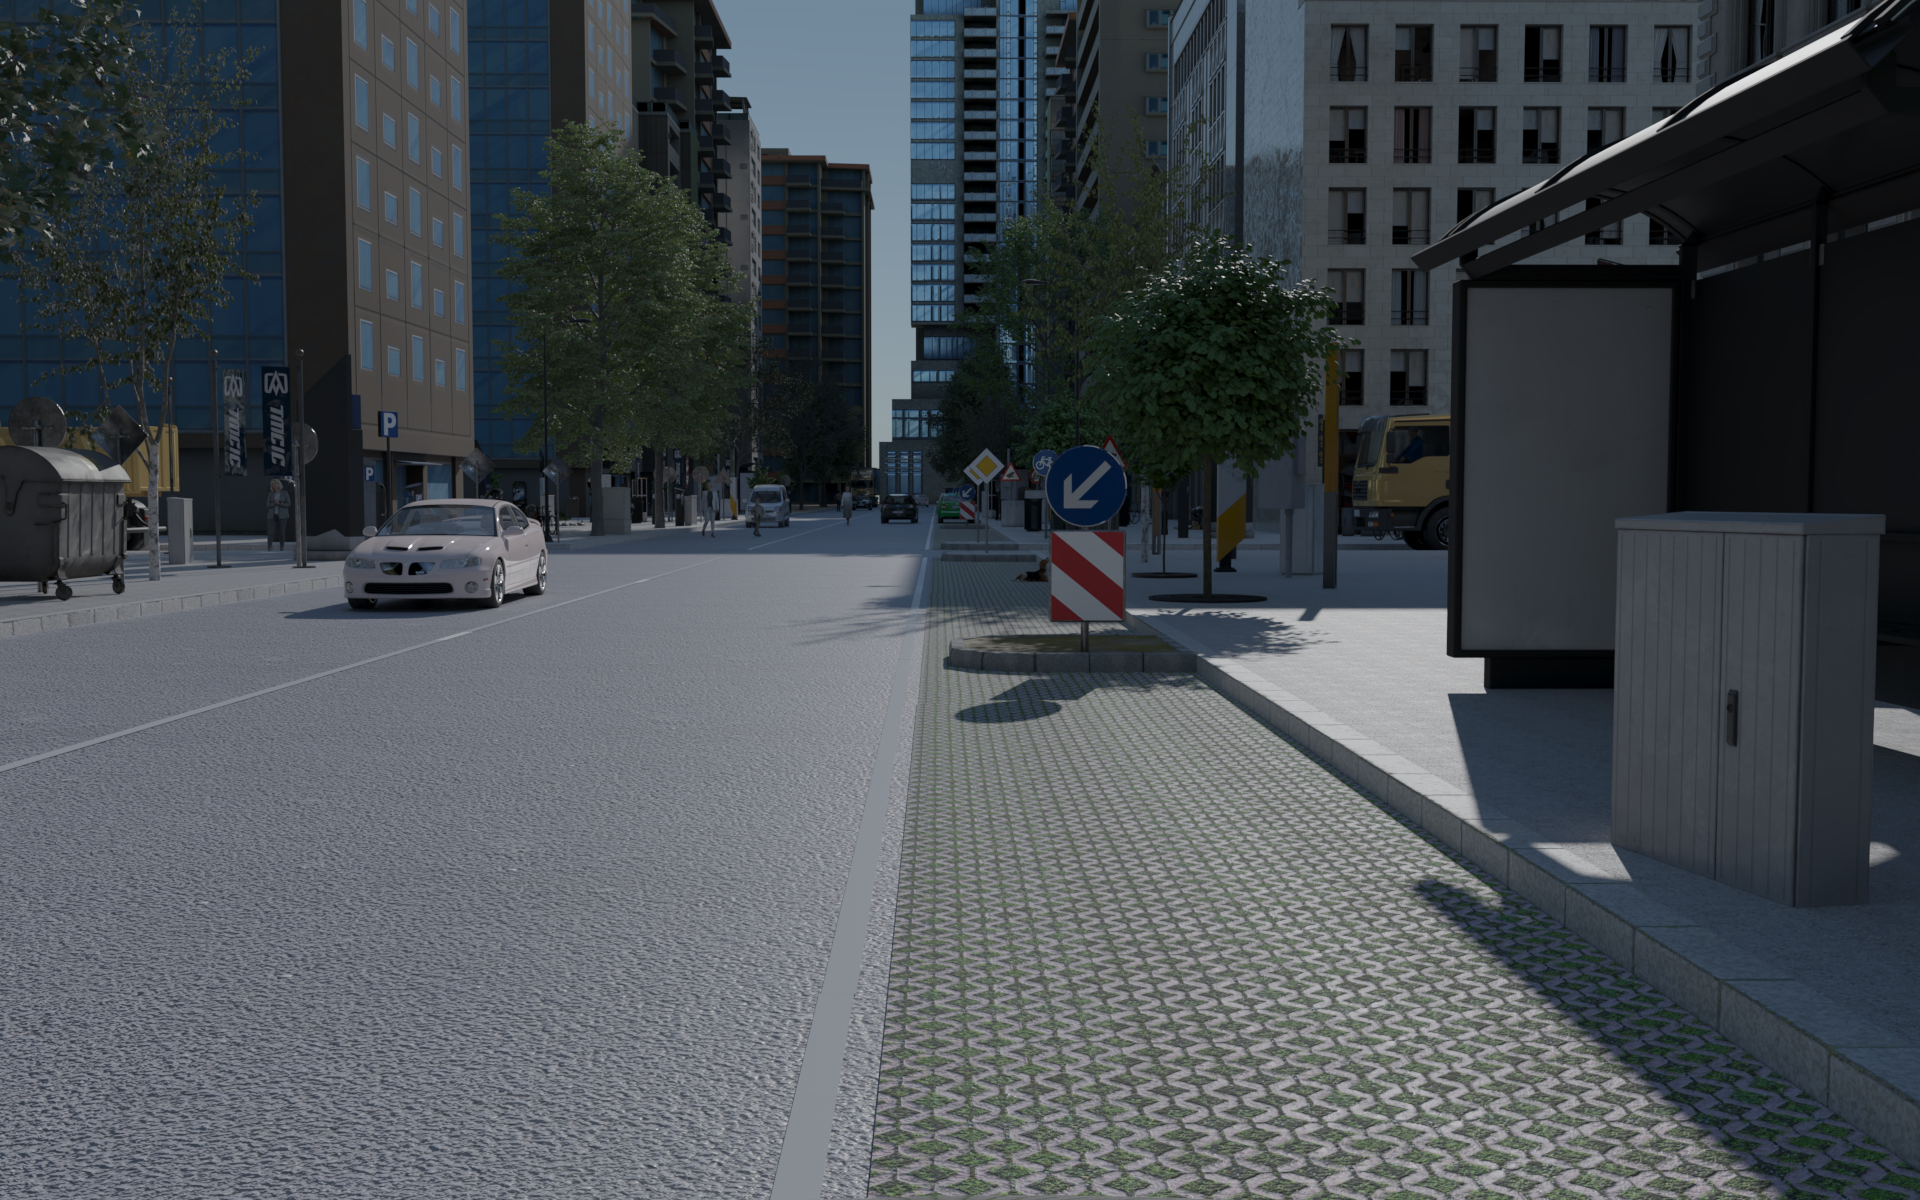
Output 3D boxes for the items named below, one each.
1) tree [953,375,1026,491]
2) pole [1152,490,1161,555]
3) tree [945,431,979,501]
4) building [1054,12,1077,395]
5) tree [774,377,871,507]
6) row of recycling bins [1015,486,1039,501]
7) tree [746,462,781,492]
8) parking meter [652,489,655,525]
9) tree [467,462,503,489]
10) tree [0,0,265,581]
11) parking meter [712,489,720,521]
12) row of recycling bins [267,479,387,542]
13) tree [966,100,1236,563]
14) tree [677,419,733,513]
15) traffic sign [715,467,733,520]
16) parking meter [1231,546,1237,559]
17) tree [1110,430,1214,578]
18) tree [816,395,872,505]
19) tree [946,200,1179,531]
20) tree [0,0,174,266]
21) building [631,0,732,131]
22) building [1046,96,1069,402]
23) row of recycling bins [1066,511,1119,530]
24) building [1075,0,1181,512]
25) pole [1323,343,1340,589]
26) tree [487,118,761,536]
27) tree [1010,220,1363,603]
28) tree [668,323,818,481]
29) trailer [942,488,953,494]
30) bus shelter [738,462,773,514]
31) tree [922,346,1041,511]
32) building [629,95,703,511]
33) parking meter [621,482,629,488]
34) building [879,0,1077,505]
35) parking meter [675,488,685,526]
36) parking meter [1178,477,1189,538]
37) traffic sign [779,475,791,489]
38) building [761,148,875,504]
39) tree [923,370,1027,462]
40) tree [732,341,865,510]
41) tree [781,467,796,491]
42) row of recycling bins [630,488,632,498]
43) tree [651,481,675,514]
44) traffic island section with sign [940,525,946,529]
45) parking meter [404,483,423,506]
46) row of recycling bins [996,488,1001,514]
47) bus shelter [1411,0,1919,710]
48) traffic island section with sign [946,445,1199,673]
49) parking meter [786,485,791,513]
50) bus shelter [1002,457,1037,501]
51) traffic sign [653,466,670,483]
[{"bbox_3d":[2.149,-9.658,108.274,4.360,8.622,3.978,0,3,0],"label":"tree"},{"bbox_3d":[4.166,-2.616,36.622,0.158,3.312,0.155,0,3,0],"label":"pole"},{"bbox_3d":[1.543,-16.472,187.439,7.486,12.596,7.792,0,3,0],"label":"tree"},{"bbox_3d":[20.045,-30.801,158.214,22.147,44.769,28.867,0,4,-1],"label":"building"},{"bbox_3d":[-13.454,-15.423,169.174,9.611,12.733,9.660,0,3,0],"label":"tree"},{"bbox_3d":[4.476,-4.845,86.325,3.534,1.692,1.069,0,4,-7],"label":"row of recycling bins"},{"bbox_3d":[-12.096,-6.662,103.520,1.663,3.219,1.824,0,3,0],"label":"tree"},{"bbox_3d":[-12.808,-3.950,73.000,0.372,1.533,0.369,0,3,0],"label":"parking meter"},{"bbox_3d":[-24.027,-5.734,88.345,1.663,3.219,1.824,0,3,0],"label":"tree"},{"bbox_3d":[-12.143,-4.605,25.653,4.360,8.622,3.978,0,3,0],"label":"tree"},{"bbox_3d":[-11.821,-4.618,83.918,0.372,1.533,0.369,0,3,0],"label":"parking meter"},{"bbox_3d":[-17.433,-2.482,47.691,1.069,1.692,3.534,2,4,34],"label":"row of recycling bins"},{"bbox_3d":[3.297,-4.997,32.063,4.737,8.622,4.395,0,3,0],"label":"tree"},{"bbox_3d":[-17.137,-10.088,115.294,4.737,8.622,4.395,0,3,0],"label":"tree"},{"bbox_3d":[-11.507,-5.157,84.315,0.884,2.594,0.081,0,4,2],"label":"traffic sign"},{"bbox_3d":[5.291,-1.582,34.276,0.372,1.533,0.369,0,3,0],"label":"parking meter"},{"bbox_3d":[3.060,-1.971,26.823,1.663,3.219,1.824,0,3,0],"label":"tree"},{"bbox_3d":[-13.870,-17.090,197.542,7.486,12.596,7.792,0,3,0],"label":"tree"},{"bbox_3d":[3.454,-8.219,60.129,9.928,11.665,9.643,0,3,0],"label":"tree"},{"bbox_3d":[-11.438,-5.831,12.343,9.611,12.733,9.660,0,3,0],"label":"tree"},{"bbox_3d":[-31.553,-30.275,149.625,22.147,44.769,28.867,0,4,-1],"label":"building"},{"bbox_3d":[16.004,-30.464,181.687,14.154,41.232,14.086,0,4,-1],"label":"building"},{"bbox_3d":[3.574,-2.439,46.992,1.069,1.692,3.534,1,4,17],"label":"row of recycling bins"},{"bbox_3d":[20.326,-31.119,132.497,21.300,48.544,21.600,0,4,-1],"label":"building"},{"bbox_3d":[5.032,-1.811,23.460,0.158,3.312,0.155,0,3,0],"label":"pole"},{"bbox_3d":[-10.812,-8.248,52.987,7.486,12.596,7.792,0,3,0],"label":"tree"},{"bbox_3d":[3.095,-2.276,20.919,4.285,4.588,4.351,0,3,0],"label":"tree"},{"bbox_3d":[-12.244,-9.782,94.344,8.767,10.594,7.601,-2,4,-33],"label":"tree"},{"bbox_3d":[-1.168,-9.651,164.835,1.471,1.999,3.904,0,4,-2],"label":"trailer"},{"bbox_3d":[-13.400,-7.266,112.723,2.014,3.302,5.546,0,4,-1],"label":"bus shelter"},{"bbox_3d":[1.640,-13.124,131.582,9.611,12.733,9.660,0,3,0],"label":"tree"},{"bbox_3d":[-27.092,-21.780,127.809,14.160,30.474,14.107,0,4,-1],"label":"building"},{"bbox_3d":[-16.161,-4.751,83.393,0.399,1.863,0.255,0,4,-4],"label":"parking meter"},{"bbox_3d":[5.411,-55.595,221.655,31.000,86.520,22.319,0,4,-1],"label":"building"},{"bbox_3d":[-11.229,-3.728,69.371,0.372,1.533,0.369,0,3,0],"label":"parking meter"},{"bbox_3d":[6.530,-2.746,50.603,0.255,1.863,0.399,1,4,19],"label":"parking meter"},{"bbox_3d":[-11.563,-6.994,114.465,0.768,2.556,0.104,0,4,1],"label":"traffic sign"},{"bbox_3d":[-25.569,-34.702,222.005,28.867,44.769,22.147,0,4,-1],"label":"building"},{"bbox_3d":[1.821,-14.936,154.577,12.009,13.543,11.850,0,3,0],"label":"tree"},{"bbox_3d":[-12.634,-13.920,137.961,12.009,13.543,11.850,0,3,0],"label":"tree"},{"bbox_3d":[-12.733,-7.886,123.541,1.663,3.219,1.824,0,3,0],"label":"tree"},{"bbox_3d":[-22.511,-6.438,112.375,3.534,1.692,1.069,-3,4,-37],"label":"row of recycling bins"},{"bbox_3d":[-18.874,-7.061,110.046,1.663,3.219,1.824,0,3,0],"label":"tree"},{"bbox_3d":[0.177,-3.820,71.078,1.989,1.847,2.006,0,4,-1],"label":"traffic island section with sign"},{"bbox_3d":[-11.943,-1.804,37.898,0.372,1.533,0.369,0,3,0],"label":"parking meter"},{"bbox_3d":[2.922,-6.427,112.195,1.069,1.692,3.534,2,4,28],"label":"row of recycling bins"},{"bbox_3d":[4.045,-0.913,8.858,2.014,3.302,5.546,0,4,-1],"label":"bus shelter"},{"bbox_3d":[0.902,-0.374,14.747,1.989,1.847,2.006,0,4,-1],"label":"traffic island section with sign"},{"bbox_3d":[-11.411,-6.681,114.945,0.255,1.863,0.399,3,5,44],"label":"parking meter"},{"bbox_3d":[3.149,-5.963,91.415,2.014,3.302,5.546,0,4,-1],"label":"bus shelter"},{"bbox_3d":[-13.265,-4.707,77.062,0.768,2.556,0.104,0,4,4],"label":"traffic sign"}]
